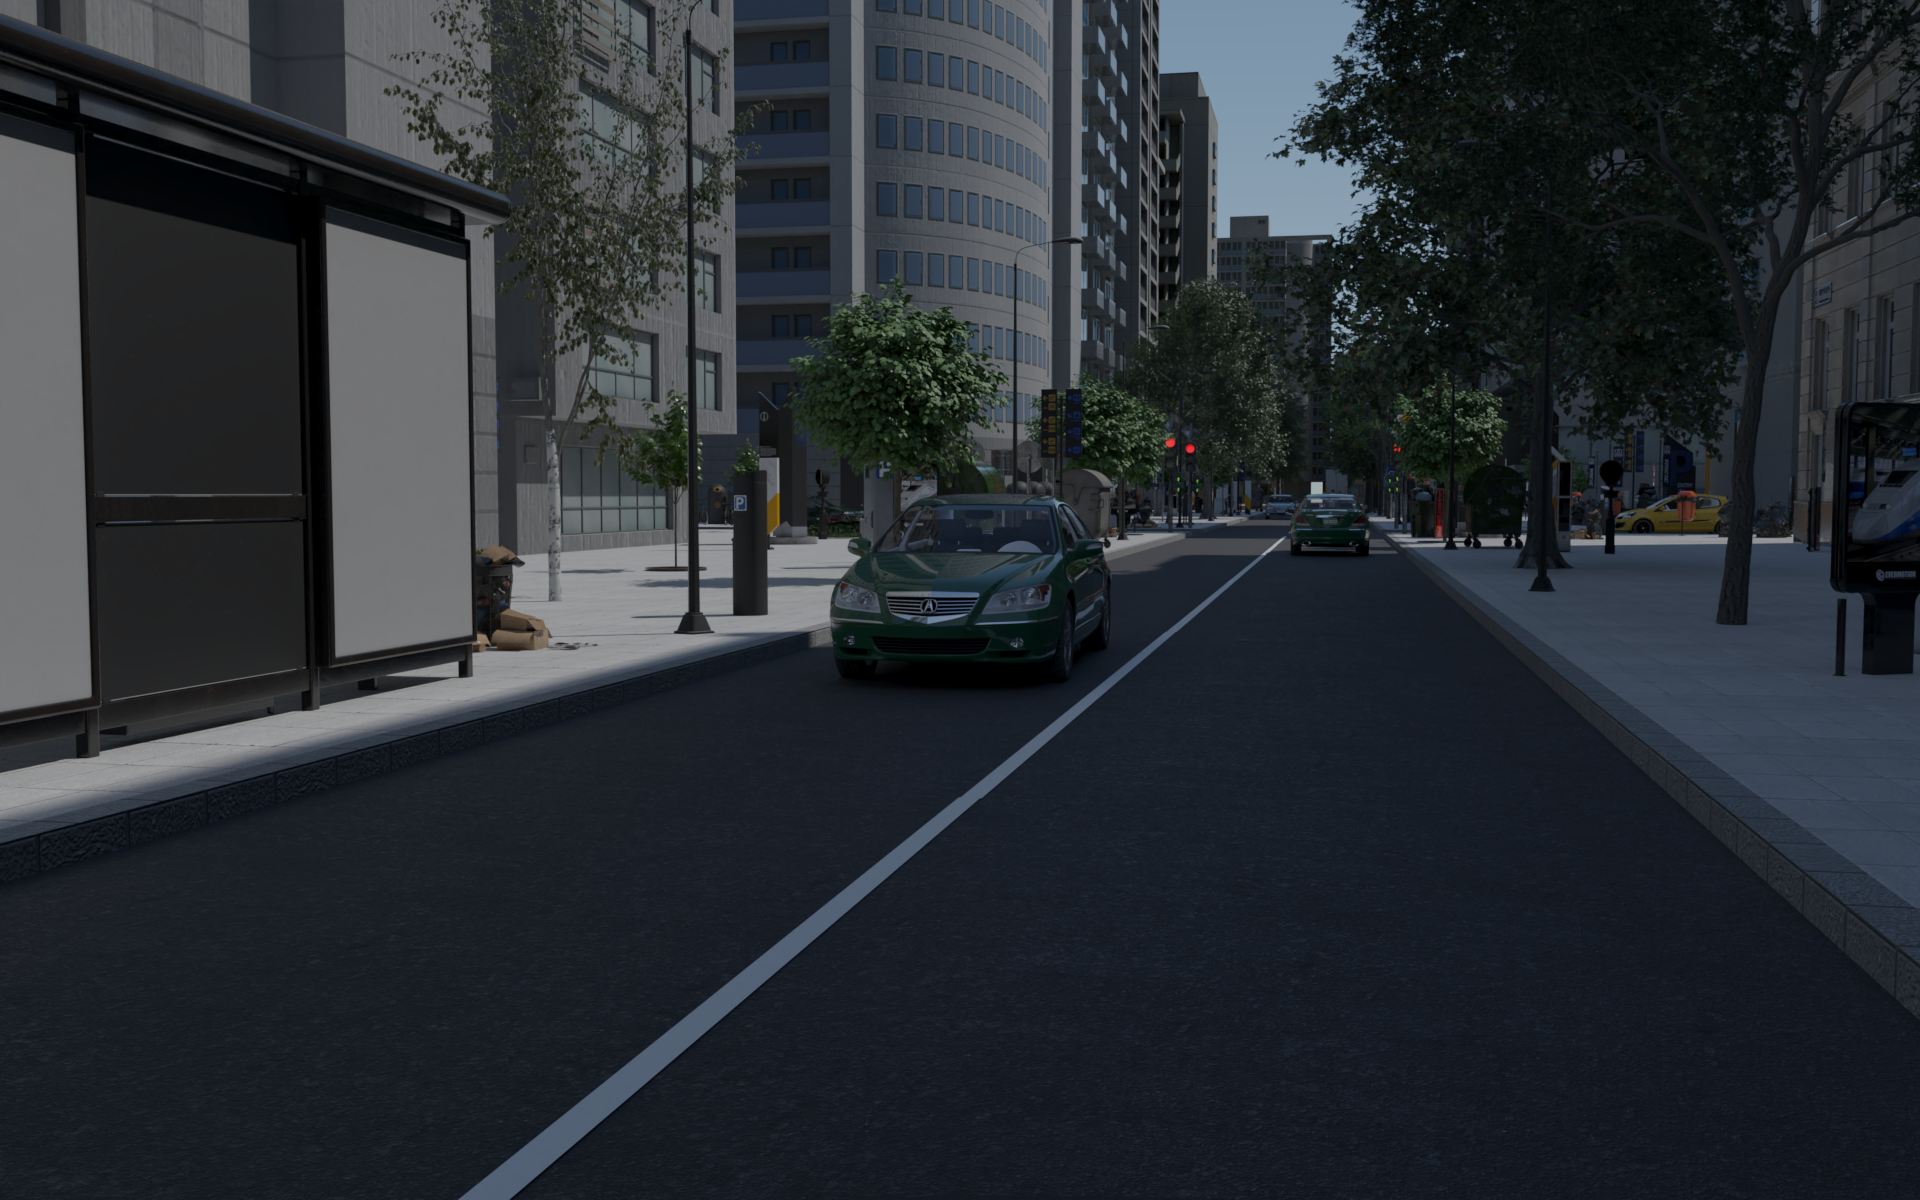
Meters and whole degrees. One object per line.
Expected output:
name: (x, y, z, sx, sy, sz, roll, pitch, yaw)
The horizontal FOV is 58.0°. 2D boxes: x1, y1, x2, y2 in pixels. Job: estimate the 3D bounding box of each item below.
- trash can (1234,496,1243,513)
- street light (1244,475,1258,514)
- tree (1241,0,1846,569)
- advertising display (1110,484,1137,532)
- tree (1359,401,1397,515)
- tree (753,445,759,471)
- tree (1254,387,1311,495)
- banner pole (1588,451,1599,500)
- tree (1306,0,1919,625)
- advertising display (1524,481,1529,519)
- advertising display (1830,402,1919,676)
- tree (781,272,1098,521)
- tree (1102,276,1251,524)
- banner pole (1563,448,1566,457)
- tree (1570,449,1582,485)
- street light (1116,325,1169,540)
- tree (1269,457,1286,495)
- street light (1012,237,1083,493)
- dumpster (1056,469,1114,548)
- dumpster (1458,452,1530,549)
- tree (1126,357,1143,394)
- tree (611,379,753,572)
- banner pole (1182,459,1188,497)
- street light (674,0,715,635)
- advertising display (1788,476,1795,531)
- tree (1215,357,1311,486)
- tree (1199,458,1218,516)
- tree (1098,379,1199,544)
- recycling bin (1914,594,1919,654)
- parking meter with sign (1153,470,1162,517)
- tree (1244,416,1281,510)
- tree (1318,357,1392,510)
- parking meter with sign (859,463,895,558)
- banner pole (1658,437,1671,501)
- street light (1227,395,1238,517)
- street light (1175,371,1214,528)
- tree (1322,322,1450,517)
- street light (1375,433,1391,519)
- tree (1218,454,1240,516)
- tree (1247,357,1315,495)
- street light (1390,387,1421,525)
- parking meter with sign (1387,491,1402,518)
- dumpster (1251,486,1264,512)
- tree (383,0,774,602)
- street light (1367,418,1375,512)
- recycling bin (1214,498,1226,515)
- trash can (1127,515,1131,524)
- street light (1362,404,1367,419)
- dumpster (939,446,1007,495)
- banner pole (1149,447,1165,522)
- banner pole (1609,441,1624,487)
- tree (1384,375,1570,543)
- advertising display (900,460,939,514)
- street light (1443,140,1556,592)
trash can: (18.892, -6.507, 118.039, 0.748, 1.137, 0.748, 0, 3, 0)
street light: (15.752, -7.619, 97.110, 1.470, 5.913, 1.316, 1, 4, 12)
tree: (9.994, -6.887, 29.608, 9.611, 12.733, 9.660, 0, 3, 0)
advertising display: (5.410, -3.220, 57.859, 0.974, 1.923, 0.123, 0, 4, -1)
tree: (26.664, -9.620, 107.644, 4.360, 8.622, 3.978, 0, 3, 0)
tree: (-7.308, -3.932, 58.891, 1.663, 3.219, 1.824, 0, 3, 0)
tree: (33.130, -16.171, 182.519, 7.486, 12.596, 7.792, 0, 3, 0)
banner pole: (36.924, -6.785, 100.951, 0.401, 3.779, 0.863, -2, 4, -33)
tree: (7.506, -5.016, 16.421, 8.767, 10.594, 7.601, 1, 4, 13)
advertising display: (28.971, -5.032, 87.489, 0.974, 1.923, 0.123, -1, 4, -13)
advertising display: (6.617, -0.433, 12.299, 0.974, 1.923, 0.123, -1, 4, -18)
tree: (-0.906, -2.564, 25.638, 4.285, 4.588, 4.351, 0, 3, 0)
tree: (9.270, -8.560, 74.364, 7.601, 10.594, 8.767, 3, 5, 42)
banner pole: (32.538, -6.325, 93.438, 0.401, 3.779, 0.863, 2, 4, 26)
tree: (34.159, -7.118, 100.101, 4.285, 4.588, 4.351, 0, 3, 0)
street light: (5.058, -4.611, 47.924, 1.470, 5.913, 1.316, 1, 4, 12)
tree: (36.878, -15.369, 201.642, 4.360, 8.622, 3.978, 0, 3, 0)
street light: (1.535, -3.609, 31.543, 1.470, 5.913, 1.316, 1, 4, 12)
dumpster: (2.834, -2.113, 40.311, 1.264, 1.857, 1.865, 1, 4, 12)
dumpster: (12.657, -2.363, 41.126, 1.502, 2.255, 1.985, 1, 4, 12)
tree: (12.726, -10.535, 89.249, 9.611, 12.733, 9.660, 0, 3, 0)
tree: (-4.743, -2.112, 29.135, 1.663, 3.219, 1.824, 0, 3, 0)
banner pole: (14.265, -7.304, 109.438, 0.863, 3.779, 0.401, -1, 4, -22)
street light: (-1.923, -2.638, 15.670, 1.470, 5.913, 1.316, 1, 4, 12)
advertising display: (29.341, -3.419, 61.115, 0.123, 1.923, 0.974, 1, 4, 21)
tree: (27.082, -15.358, 157.751, 9.857, 13.997, 8.962, 0, 3, 0)
tree: (5.104, -4.304, 54.084, 4.285, 4.588, 4.351, 0, 3, 0)
tree: (3.294, -3.759, 45.175, 4.285, 4.588, 4.351, 0, 3, 0)
recycling bin: (7.943, -0.095, 14.112, 0.722, 1.027, 0.722, -2, 4, -29)
parking meter with sign: (11.356, -6.310, 99.423, 0.543, 3.016, 1.738, 1, 4, 10)
tree: (23.685, -11.506, 138.492, 4.737, 8.622, 4.395, 0, 3, 0)
tree: (33.949, -14.424, 142.480, 9.857, 13.997, 8.962, 0, 3, 0)
parking meter with sign: (-1.382, -2.083, 30.312, 0.543, 3.016, 1.738, -1, 4, -19)
banner pole: (29.984, -5.125, 73.808, 0.863, 3.779, 0.401, -2, 4, -26)
street light: (12.351, -6.647, 81.223, 1.470, 5.913, 1.316, 1, 4, 12)
street light: (8.855, -5.676, 65.337, 1.470, 5.913, 1.316, 1, 4, 12)
tree: (24.365, -10.606, 99.166, 9.928, 11.665, 9.643, 0, 3, 0)
street light: (14.280, -5.098, 55.900, 1.470, 5.913, 1.316, 1, 4, 12)
tree: (14.702, -7.170, 100.945, 4.285, 4.588, 4.351, 0, 3, 0)
tree: (38.679, -21.987, 215.375, 12.611, 20.169, 13.585, 0, 3, 0)
street light: (10.792, -4.120, 39.899, 1.470, 5.913, 1.316, 1, 4, 12)
parking meter with sign: (23.733, -5.941, 93.397, 1.738, 3.016, 0.543, -3, 5, -41)
dumpster: (21.075, -7.231, 123.987, 1.264, 1.857, 1.865, 1, 4, 12)
tree: (-4.611, -4.287, 20.453, 4.360, 8.622, 3.978, 0, 3, 0)
street light: (17.930, -6.130, 72.759, 1.470, 5.913, 1.316, 1, 4, 12)
recycling bin: (16.422, -5.909, 109.164, 0.722, 1.027, 0.722, -2, 4, -28)
trash can: (6.680, -3.614, 70.737, 0.748, 1.137, 0.748, 0, 3, 0)
street light: (21.444, -7.100, 88.620, 1.470, 5.913, 1.316, 1, 4, 12)
dumpster: (0.019, -1.966, 34.635, 1.502, 2.255, 1.985, 1, 4, 12)
banner pole: (9.208, -5.533, 80.483, 0.863, 3.779, 0.401, 2, 4, 26)
banner pole: (30.132, -5.488, 79.750, 0.863, 3.779, 0.401, 3, 5, 43)
tree: (12.815, -3.801, 45.867, 4.285, 4.588, 4.351, 0, 3, 0)
advertising display: (-0.882, -1.675, 32.600, 0.974, 1.923, 0.123, -1, 4, -12)
street light: (7.162, -3.075, 22.824, 1.470, 5.913, 1.316, 1, 4, 12)
